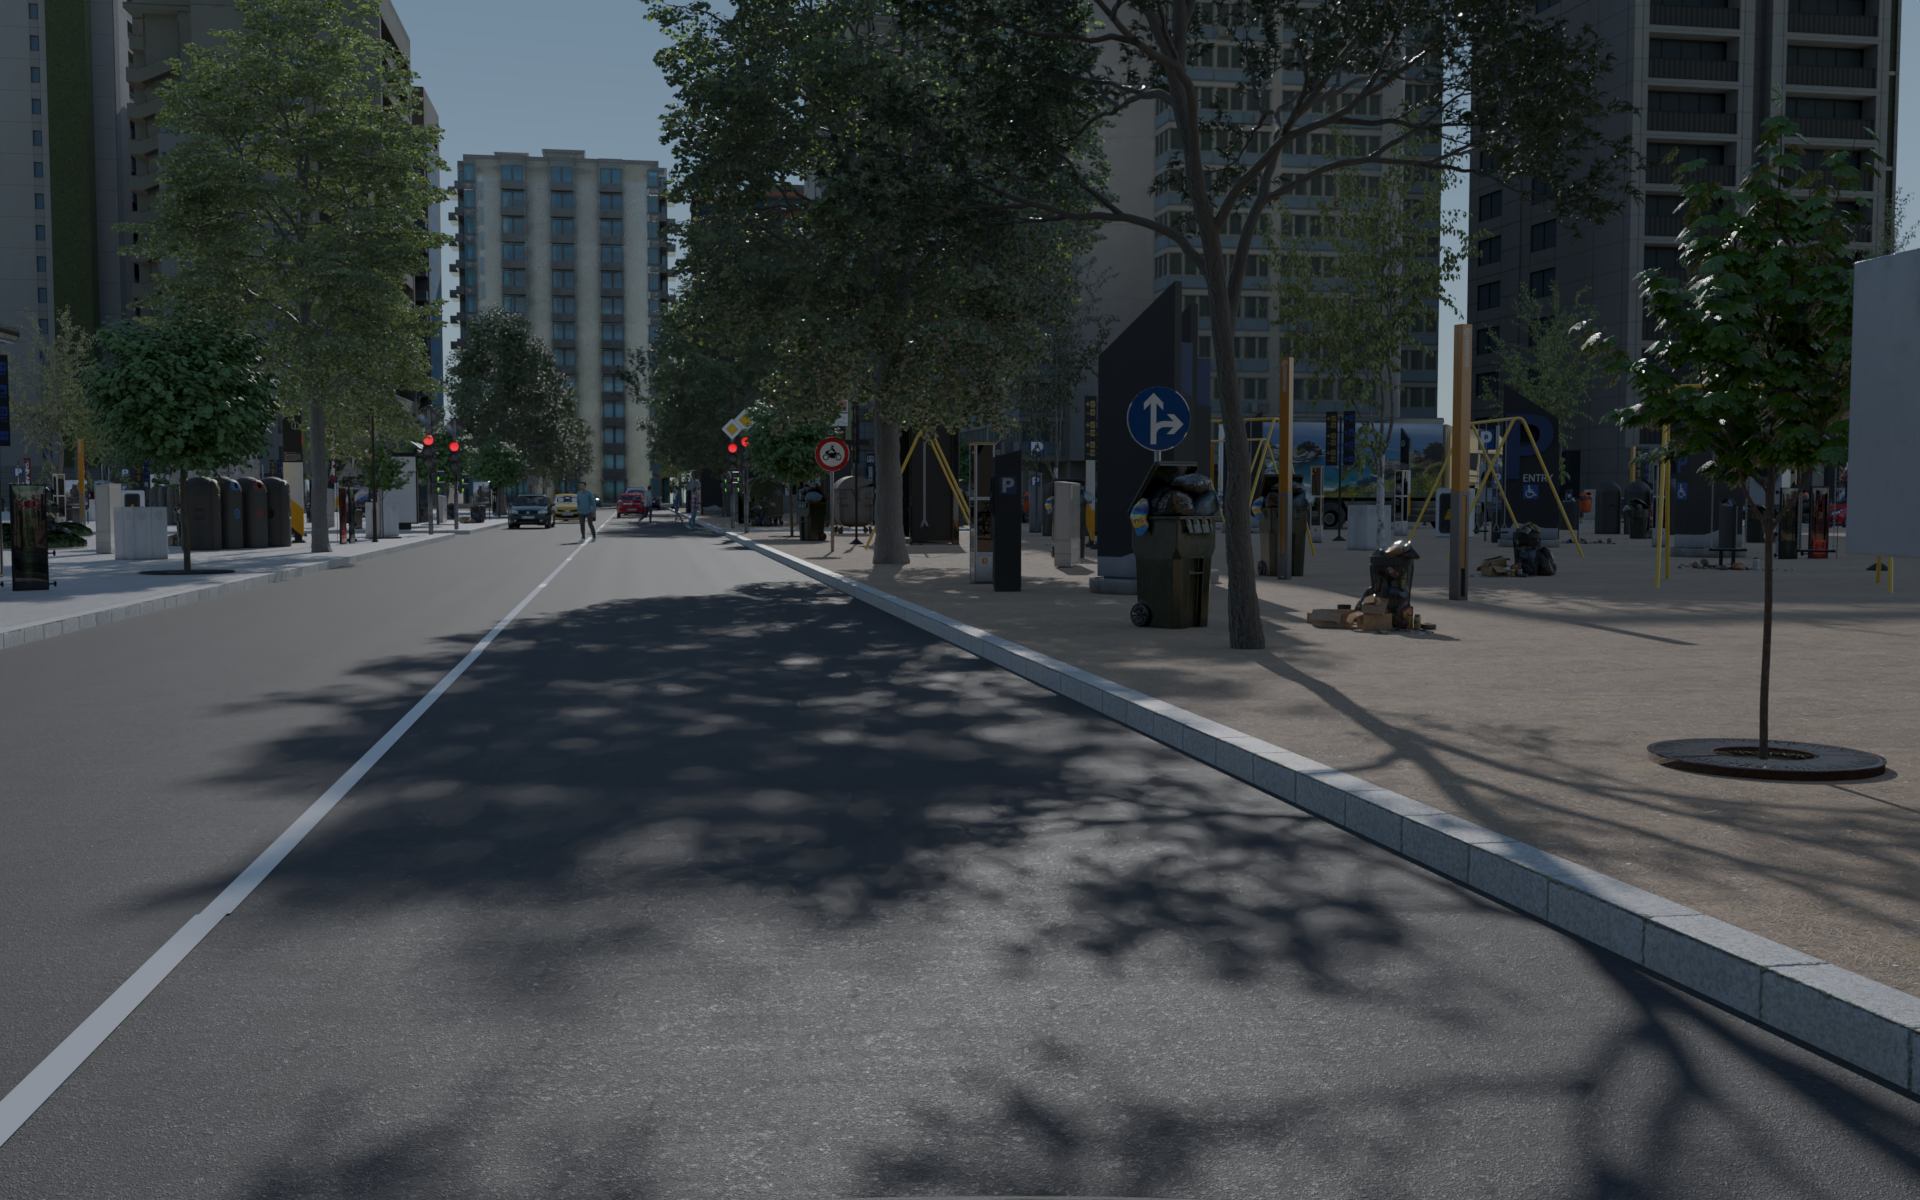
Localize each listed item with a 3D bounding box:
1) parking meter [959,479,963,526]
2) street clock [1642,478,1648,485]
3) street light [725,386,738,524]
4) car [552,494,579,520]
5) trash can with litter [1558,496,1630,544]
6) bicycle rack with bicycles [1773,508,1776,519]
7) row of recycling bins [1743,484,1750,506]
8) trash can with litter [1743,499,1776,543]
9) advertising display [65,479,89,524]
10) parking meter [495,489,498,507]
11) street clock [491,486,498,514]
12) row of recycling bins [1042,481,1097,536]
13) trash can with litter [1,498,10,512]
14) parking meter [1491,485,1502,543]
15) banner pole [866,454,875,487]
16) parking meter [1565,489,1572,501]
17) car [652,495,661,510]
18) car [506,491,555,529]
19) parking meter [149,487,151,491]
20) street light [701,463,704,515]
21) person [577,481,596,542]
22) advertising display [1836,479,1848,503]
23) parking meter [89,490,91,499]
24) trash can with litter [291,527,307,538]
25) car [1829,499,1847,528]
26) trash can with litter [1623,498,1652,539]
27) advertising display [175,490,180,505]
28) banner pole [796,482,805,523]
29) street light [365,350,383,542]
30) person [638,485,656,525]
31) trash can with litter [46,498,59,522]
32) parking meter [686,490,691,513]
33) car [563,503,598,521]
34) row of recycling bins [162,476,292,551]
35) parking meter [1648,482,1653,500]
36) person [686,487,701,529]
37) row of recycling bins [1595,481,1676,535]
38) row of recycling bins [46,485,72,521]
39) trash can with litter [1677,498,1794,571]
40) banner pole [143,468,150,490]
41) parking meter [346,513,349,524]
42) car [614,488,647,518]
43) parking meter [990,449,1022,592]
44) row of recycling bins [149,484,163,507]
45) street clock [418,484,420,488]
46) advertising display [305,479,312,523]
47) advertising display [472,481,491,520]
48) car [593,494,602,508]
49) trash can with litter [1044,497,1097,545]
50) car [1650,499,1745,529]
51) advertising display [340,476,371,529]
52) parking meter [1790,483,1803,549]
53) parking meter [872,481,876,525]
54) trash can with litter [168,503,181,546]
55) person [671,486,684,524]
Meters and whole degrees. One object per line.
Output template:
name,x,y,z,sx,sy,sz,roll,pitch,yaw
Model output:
parking meter,-0.080,-3.883,69.192,0.255,1.863,0.399,3,5,41
street clock,31.171,-4.545,78.876,0.358,2.002,0.471,2,4,29
street light,-9.634,-6.134,73.074,0.468,5.910,1.993,-1,4,-11
car,-19.488,-4.635,86.006,2.015,1.641,3.980,-1,4,-12
trash can with litter,16.155,-2.071,44.911,2.233,1.210,1.678,2,4,33
bicycle rack with bicycles,40.774,-4.329,84.166,2.925,0.926,2.852,-2,4,-23
row of recycling bins,33.240,-4.035,73.082,1.069,1.692,3.534,2,4,28
trash can with litter,21.138,-2.091,45.567,1.055,1.170,0.624,0,4,3
advertising display,-38.105,-4.250,74.705,0.974,1.923,0.123,-1,4,-15
parking meter,-35.494,-7.795,133.159,0.399,1.863,0.255,-2,4,-28
street clock,-30.638,-6.693,113.993,0.358,2.002,0.471,2,4,30
row of recycling bins,4.100,-2.833,53.437,3.534,1.692,1.069,-2,4,-34
trash can with litter,-69.239,-6.977,125.459,1.055,1.170,0.624,-2,4,-35
parking meter,14.180,-2.271,45.537,0.372,1.533,0.369,0,3,0
banner pole,-4.723,-6.385,94.409,0.863,3.779,0.401,1,4,10
parking meter,30.862,-4.861,87.882,0.372,1.533,0.369,0,3,0
car,-27.377,-8.599,153.166,1.945,1.354,3.894,-1,4,-11
car,-17.968,-3.847,72.683,2.009,1.686,4.222,-1,4,-9
parking meter,-59.251,-7.420,127.027,0.255,1.863,0.399,1,4,15
street light,-15.763,-8.132,105.741,0.468,5.910,1.993,-1,4,-11
person,-11.166,-2.651,51.869,0.660,1.820,0.620,1,4,15
advertising display,37.076,-4.135,72.821,0.123,1.923,0.974,0,4,6
parking meter,-48.417,-5.386,96.466,0.372,1.533,0.369,0,3,0
trash can with litter,-20.160,-2.495,51.846,1.678,1.210,2.233,-1,4,-14
car,35.839,-3.628,68.364,4.494,1.783,2.155,-1,4,-9
trash can with litter,19.583,-2.338,49.615,1.055,1.170,0.624,-1,4,-21
advertising display,-24.196,-2.989,54.078,0.123,1.923,0.974,0,4,3
banner pole,-7.085,-5.235,75.606,0.401,3.779,0.863,-1,4,-11
street light,-15.617,-4.482,46.063,0.468,5.910,1.993,-1,4,-11
person,-14.652,-4.445,81.027,0.795,1.843,0.661,-2,4,-30
trash can with litter,-32.251,-3.083,61.789,0.624,1.170,1.055,3,4,39
parking meter,-18.287,-6.620,116.648,0.372,1.533,0.369,0,3,0
car,-20.372,-4.904,92.758,1.945,1.354,3.894,-1,4,-12
row of recycling bins,-17.061,-2.060,40.791,1.069,1.692,3.534,1,4,13
parking meter,34.130,-4.875,85.410,0.399,1.863,0.255,1,4,21
person,-10.975,-3.793,71.360,0.643,1.720,0.563,-1,4,-10
row of recycling bins,21.978,-2.922,54.885,3.534,1.692,1.069,2,4,28
row of recycling bins,-42.865,-4.542,81.380,1.069,1.692,3.534,1,4,11
trash can with litter,13.206,-1.154,29.922,1.678,1.210,2.233,0,4,1
banner pole,-55.886,-7.908,119.310,0.863,3.779,0.401,-3,4,-38
parking meter,-26.736,-4.097,75.402,0.372,1.533,0.369,0,3,0
car,-19.962,-5.887,105.284,2.155,1.783,4.494,-1,4,-11
parking meter,0.602,-1.045,22.789,0.399,1.863,0.255,0,4,-5
row of recycling bins,-32.632,-3.973,72.064,3.534,1.692,1.069,3,5,39
street clock,-27.288,-5.024,86.716,0.471,2.002,0.358,2,4,33
advertising display,-28.871,-4.376,76.766,0.123,1.923,0.974,-2,4,-32
advertising display,-23.907,-4.978,86.596,0.974,1.923,0.123,1,4,17
car,-39.035,-10.517,183.755,2.131,1.459,4.920,-1,4,-10
trash can with litter,3.128,-1.991,43.617,2.233,1.210,1.678,-1,4,-13
car,28.697,-3.548,67.045,4.494,1.783,2.155,-1,4,-12
advertising display,-22.073,-3.556,63.358,0.974,1.923,0.123,0,4,-3
parking meter,19.430,-1.956,40.386,0.372,1.533,0.369,0,3,0
parking meter,-3.468,-4.069,72.232,0.399,1.863,0.255,1,4,15
trash can with litter,-19.197,-1.909,42.600,1.055,1.170,0.624,2,4,33
person,-13.397,-4.506,82.202,0.654,1.822,0.581,-2,4,-27
